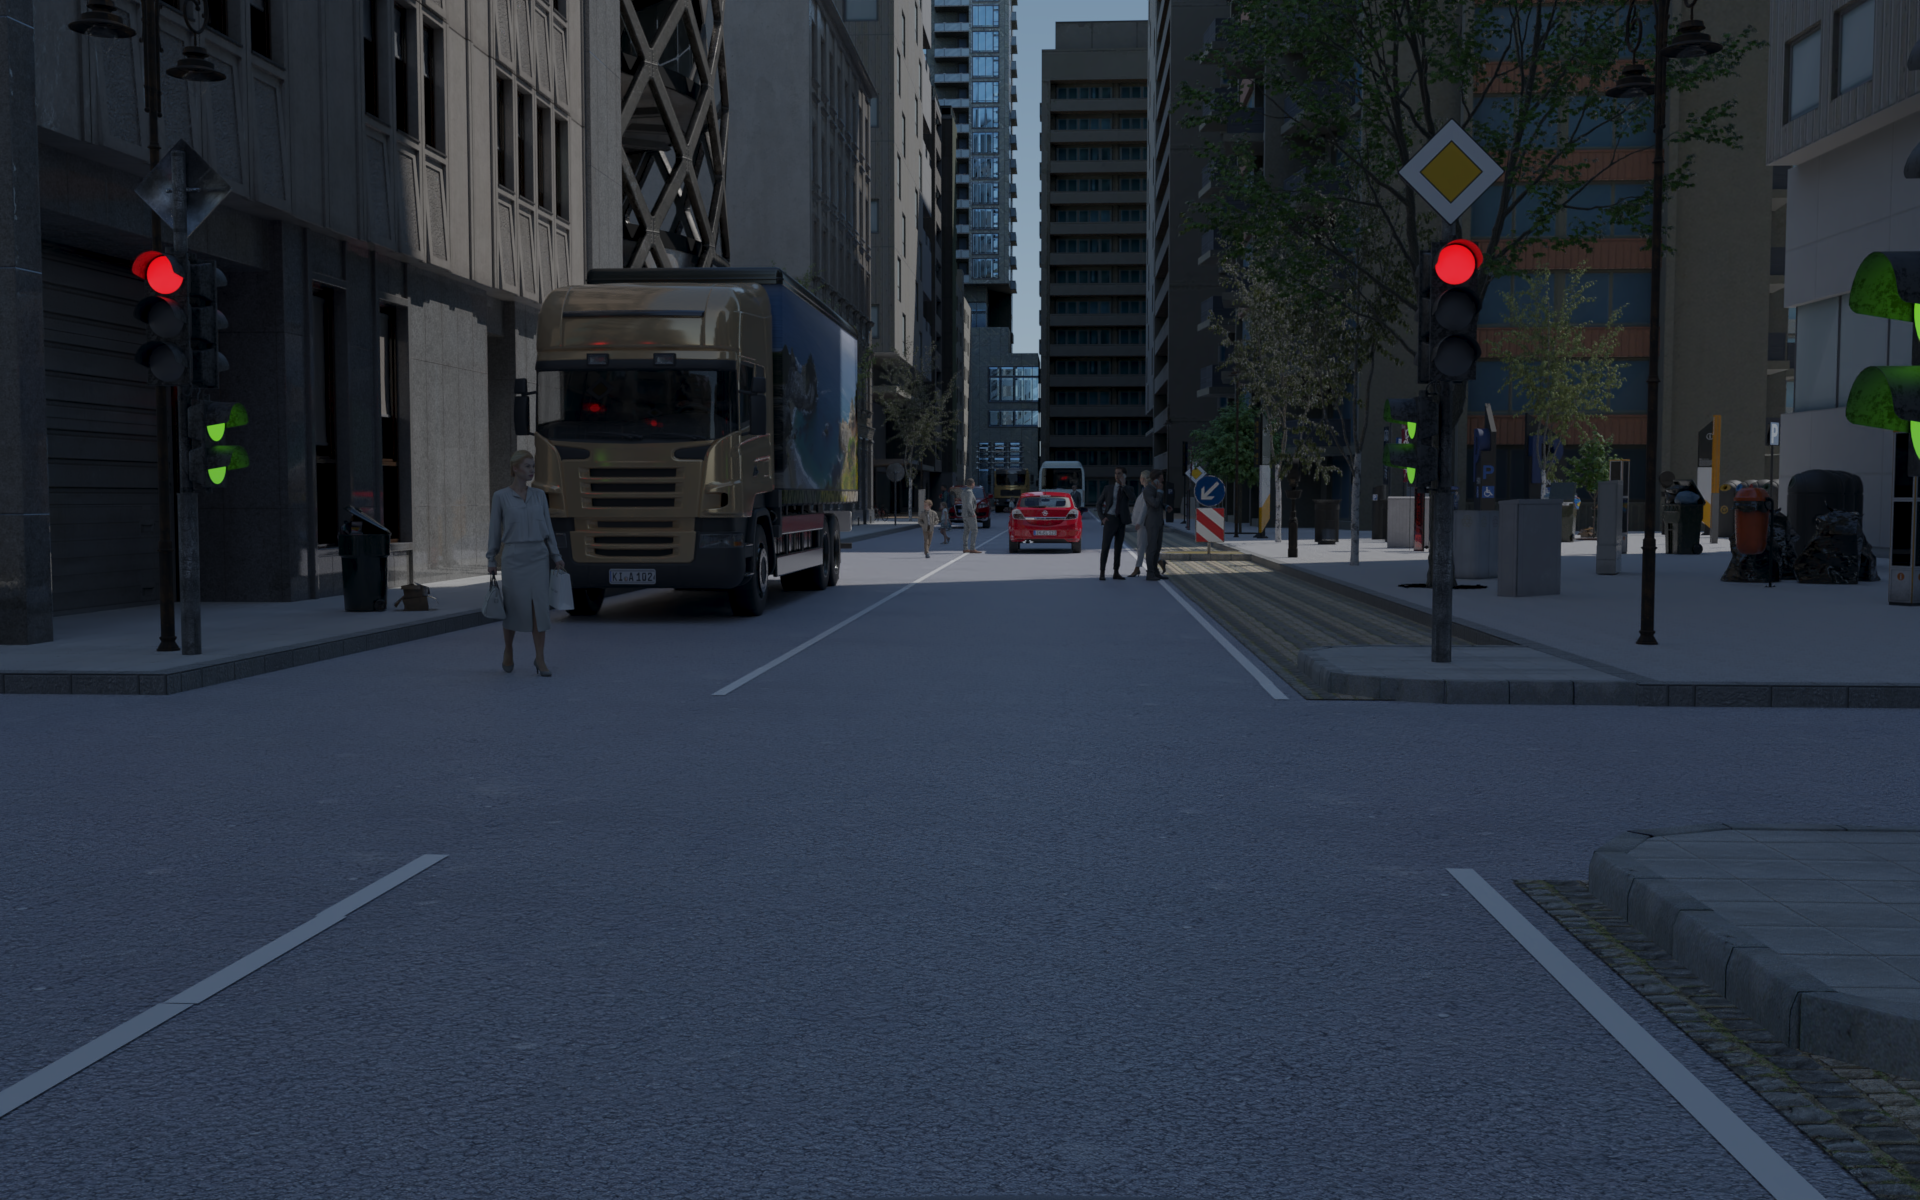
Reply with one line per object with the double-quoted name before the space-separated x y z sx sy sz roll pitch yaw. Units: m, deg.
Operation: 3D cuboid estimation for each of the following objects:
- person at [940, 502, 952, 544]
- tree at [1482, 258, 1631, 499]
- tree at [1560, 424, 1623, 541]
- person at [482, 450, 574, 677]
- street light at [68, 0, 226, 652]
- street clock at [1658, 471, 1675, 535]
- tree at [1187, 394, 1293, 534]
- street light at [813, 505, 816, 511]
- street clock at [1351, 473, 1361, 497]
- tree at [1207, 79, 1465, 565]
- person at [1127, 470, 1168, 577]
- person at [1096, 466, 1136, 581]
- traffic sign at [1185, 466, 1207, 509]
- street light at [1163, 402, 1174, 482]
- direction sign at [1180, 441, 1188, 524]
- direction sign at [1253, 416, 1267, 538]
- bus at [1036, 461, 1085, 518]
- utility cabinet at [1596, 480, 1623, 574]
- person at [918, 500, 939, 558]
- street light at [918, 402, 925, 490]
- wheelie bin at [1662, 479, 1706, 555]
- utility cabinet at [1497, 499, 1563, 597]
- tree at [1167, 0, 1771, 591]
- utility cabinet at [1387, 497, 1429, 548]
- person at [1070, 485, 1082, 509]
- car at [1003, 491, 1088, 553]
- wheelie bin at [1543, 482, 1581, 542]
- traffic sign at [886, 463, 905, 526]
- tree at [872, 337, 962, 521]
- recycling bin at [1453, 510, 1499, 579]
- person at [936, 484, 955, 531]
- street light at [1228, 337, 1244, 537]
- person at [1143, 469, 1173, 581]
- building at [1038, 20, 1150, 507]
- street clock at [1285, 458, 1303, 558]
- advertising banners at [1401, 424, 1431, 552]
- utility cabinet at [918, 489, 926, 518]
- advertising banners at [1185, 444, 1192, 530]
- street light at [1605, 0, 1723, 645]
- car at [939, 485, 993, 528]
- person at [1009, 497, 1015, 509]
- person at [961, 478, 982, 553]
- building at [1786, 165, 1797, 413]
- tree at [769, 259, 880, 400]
"person" -0.383 -2.197 49.436 0.382 1.210 0.505 0 4 -8
"tree" 18.481 -6.337 53.967 4.737 8.622 4.395 0 3 0
"tree" 17.501 -3.273 48.122 1.663 3.219 1.824 0 3 0
"person" -3.444 -0.300 13.764 0.694 1.780 0.624 -1 4 -18
"street light" -6.482 -2.521 14.004 0.468 5.910 1.993 0 4 4
"street clock" 22.178 -3.048 54.413 0.471 2.002 0.358 1 4 12
"tree" 9.136 -4.412 55.846 4.285 4.588 4.351 0 3 0
"street light" -4.267 -4.770 50.782 0.468 5.910 1.993 0 4 4
"street clock" 12.693 -3.119 55.566 0.358 2.002 0.471 2 4 25
"tree" 6.989 -4.940 31.131 4.360 8.622 3.978 0 3 0
"person" 3.263 -1.319 29.948 0.818 1.842 0.514 -1 4 -16
"person" 2.612 -1.288 28.917 0.648 1.900 0.474 -1 4 -10
"traffic sign" 8.571 -3.778 62.963 0.795 2.450 0.064 1 4 10
"street light" 10.504 -7.008 87.371 0.468 5.910 1.993 0 4 4
"direction sign" 9.682 -5.052 74.600 0.379 3.537 0.876 1 4 20
"direction sign" 8.827 -3.606 50.963 0.379 3.537 0.876 -1 4 -12
"bus" 6.004 -6.666 103.842 2.948 3.499 13.247 0 4 2
"utility cabinet" 10.455 -1.176 27.899 0.318 1.500 1.173 2 4 25
"person" -0.703 -1.595 38.844 0.475 1.303 0.640 -1 4 -18
"street light" -1.929 -7.009 87.377 0.468 5.910 1.993 0 4 4
"wheelie bin" 15.380 -1.769 36.828 0.693 1.594 0.980 -1 4 -13
"utility cabinet" 7.206 -0.657 21.908 1.020 1.237 0.306 -3 5 -40
"tree" 6.667 -5.974 23.430 9.928 11.665 9.643 0 3 0
"utility cabinet" 10.694 -1.837 41.190 1.020 1.237 0.306 1 4 16
"person" 4.735 -3.883 72.168 0.661 1.801 0.590 3 5 44
"car" 2.151 -2.110 43.535 2.155 1.783 4.494 0 4 3
"wheelie bin" 16.061 -2.342 46.202 0.980 1.594 0.693 2 4 29
"traffic sign" -2.630 -4.300 70.417 0.768 2.556 0.104 0 4 4
"tree" -2.119 -8.021 81.506 4.360 8.622 3.978 0 3 0
"recycling bin" 7.746 -0.850 26.457 0.722 1.027 0.722 3 5 44
"person" -0.597 -3.545 66.452 0.713 1.824 0.794 2 4 24
"street light" 8.184 -4.792 51.133 0.468 5.910 1.993 0 4 4
"person" 3.300 -1.250 28.744 0.447 1.846 0.655 2 4 24
"building" 19.186 -34.131 181.739 21.600 48.544 21.300 0 4 4
"street clock" 6.737 -1.861 35.000 0.358 2.002 0.471 1 4 17
"advertising banners" 10.307 -2.604 38.769 0.090 3.025 2.074 -1 4 -10
"utility cabinet" -1.775 -4.394 80.520 0.318 1.500 1.173 0 4 1
"advertising banners" 8.150 -4.004 61.650 0.090 3.025 2.074 0 4 3
"street light" 5.867 -2.558 14.614 0.468 5.910 1.993 0 4 4
"car" 0.284 -3.988 73.871 2.281 1.827 5.304 0 4 2
"person" 2.611 -4.501 86.369 0.394 1.301 0.425 -3 4 -36
"person" 0.226 -2.039 41.939 0.391 1.810 0.635 -2 4 -28
"building" 75.125 -34.248 179.559 30.456 49.044 23.786 0 4 4
"tree" -4.969 -6.392 54.867 4.737 8.622 4.395 0 3 0
